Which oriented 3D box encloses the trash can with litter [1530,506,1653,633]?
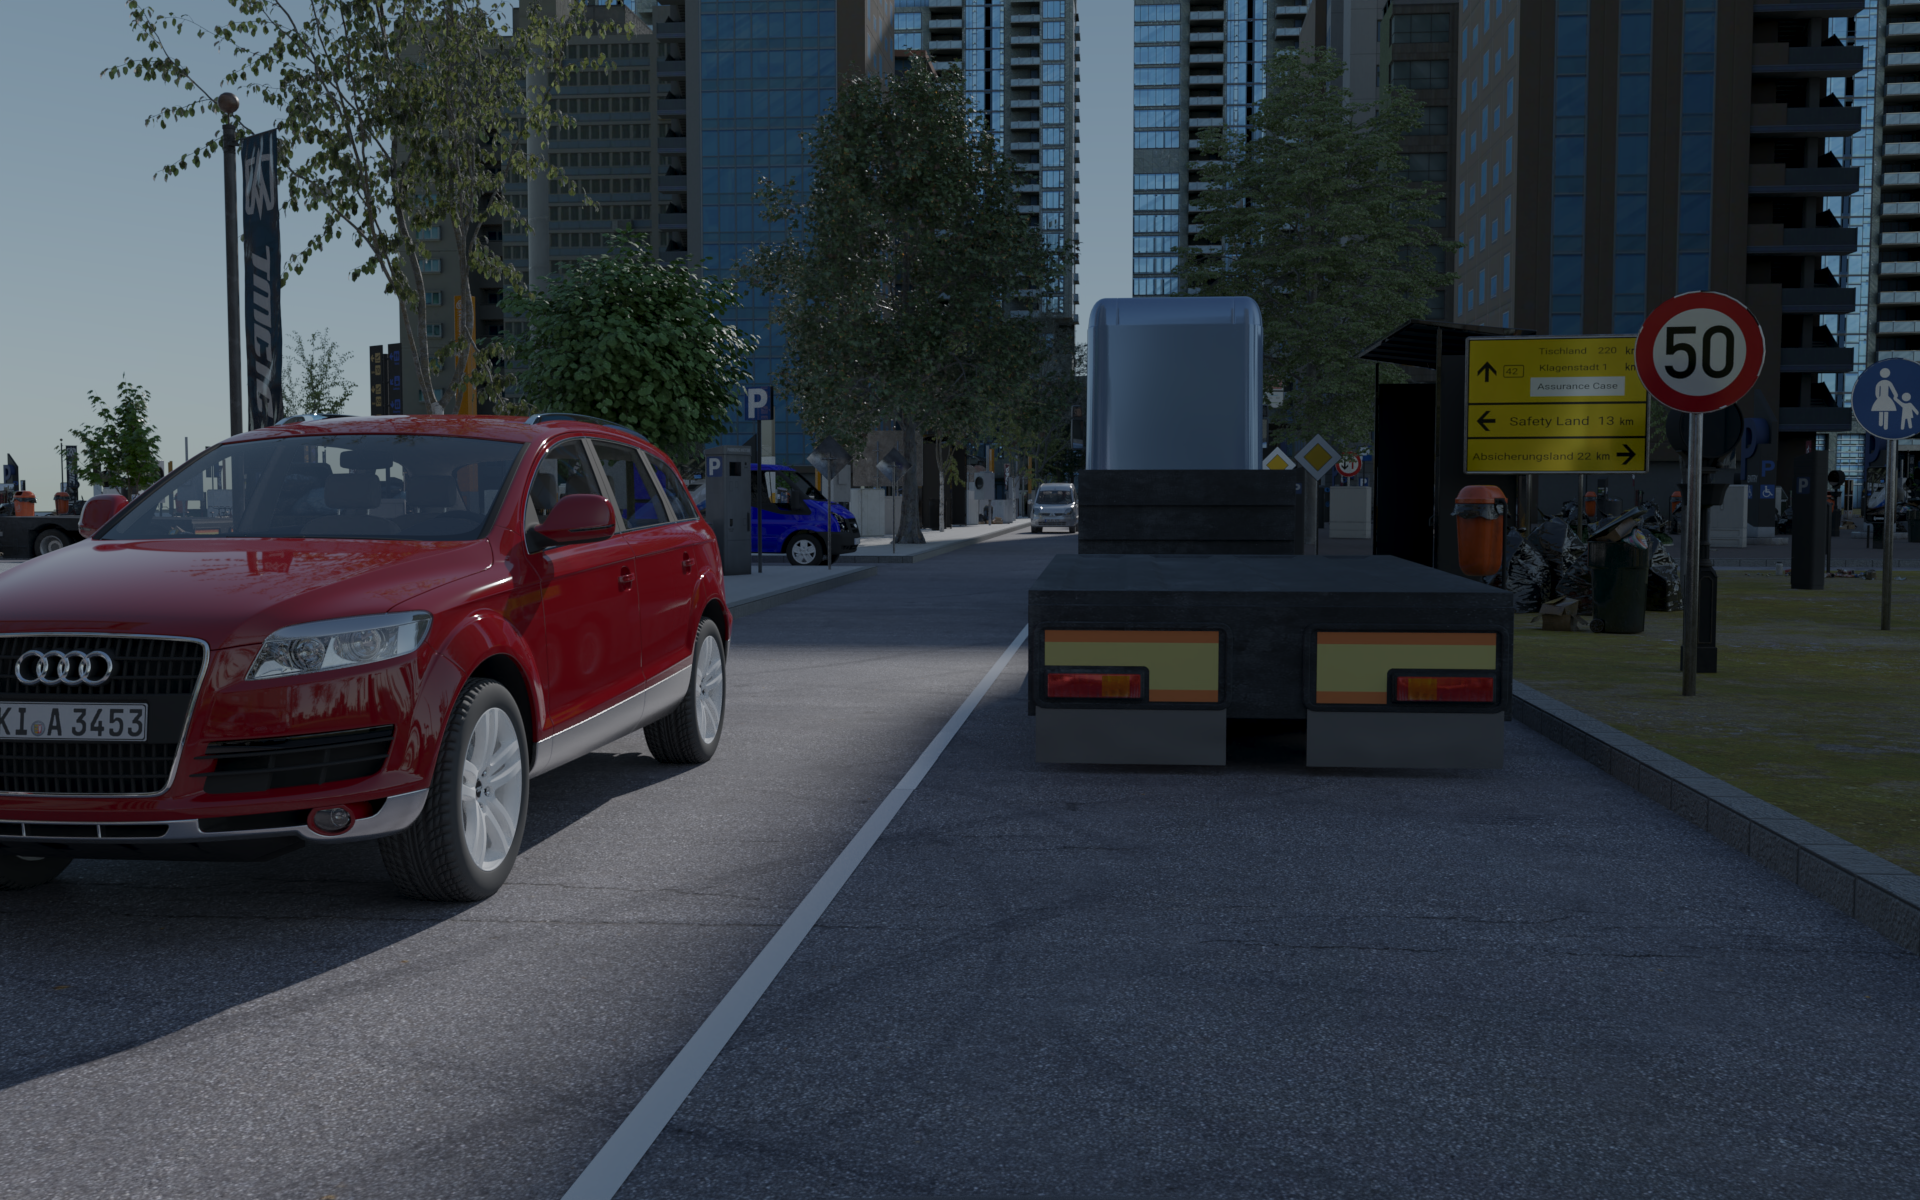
[{"bbox_3d":[5.869,-0.288,16.099,1.055,1.170,0.624,2,4,31],"label":"trash can with litter"}]

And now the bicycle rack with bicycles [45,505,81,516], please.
[{"bbox_3d":[-29.373,-2.805,59.242,2.925,0.926,2.852,0,4,8],"label":"bicycle rack with bicycles"}]

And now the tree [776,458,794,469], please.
[{"bbox_3d":[-9.580,-6.046,93.457,1.663,3.219,1.824,0,3,0],"label":"tree"}]

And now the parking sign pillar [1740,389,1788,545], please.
[{"bbox_3d":[20.254,-3.391,43.911,1.447,3.967,1.447,0,4,6],"label":"parking sign pillar"}]

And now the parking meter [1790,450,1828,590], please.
[{"bbox_3d":[11.439,-1.078,23.344,0.255,1.863,0.399,-1,4,-20],"label":"parking meter"}]

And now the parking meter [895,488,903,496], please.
[{"bbox_3d":[-2.712,-4.216,77.342,0.372,1.533,0.369,0,3,0],"label":"parking meter"}]

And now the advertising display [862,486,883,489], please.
[{"bbox_3d":[-4.400,-5.064,88.013,0.974,1.923,0.123,1,4,22],"label":"advertising display"}]

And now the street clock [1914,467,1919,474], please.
[{"bbox_3d":[26.045,-2.592,46.953,0.358,2.002,0.471,0,4,4],"label":"street clock"}]

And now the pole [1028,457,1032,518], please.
[{"bbox_3d":[3.753,-6.078,93.219,0.158,3.312,0.155,0,3,0],"label":"pole"}]

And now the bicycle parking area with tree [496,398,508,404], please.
[{"bbox_3d":[-11.143,-3.927,51.214,8.231,4.147,9.016,1,4,20],"label":"bicycle parking area with tree"}]

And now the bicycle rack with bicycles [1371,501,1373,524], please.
[{"bbox_3d":[17.924,-3.782,75.214,2.852,0.926,2.925,-3,5,-40],"label":"bicycle rack with bicycles"}]

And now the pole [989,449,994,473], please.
[{"bbox_3d":[1.434,-5.161,78.227,0.158,3.312,0.155,0,3,0],"label":"pole"}]

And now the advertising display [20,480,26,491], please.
[{"bbox_3d":[-42.647,-4.505,78.870,0.123,1.923,0.974,-2,4,-34],"label":"advertising display"}]

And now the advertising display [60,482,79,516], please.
[{"bbox_3d":[-48.289,-5.426,93.928,0.974,1.923,0.123,0,4,7],"label":"advertising display"}]

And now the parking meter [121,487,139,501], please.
[{"bbox_3d":[-18.812,-1.888,39.283,0.372,1.533,0.369,0,3,0],"label":"parking meter"}]

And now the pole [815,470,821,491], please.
[{"bbox_3d":[-5.544,-4.513,67.636,0.158,3.312,0.155,0,3,0],"label":"pole"}]

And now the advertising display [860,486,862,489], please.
[{"bbox_3d":[-5.066,-5.288,91.680,0.123,1.923,0.974,-1,4,-22],"label":"advertising display"}]

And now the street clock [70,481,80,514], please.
[{"bbox_3d":[-45.914,-5.216,89.850,0.471,2.002,0.358,-1,4,-12],"label":"street clock"}]

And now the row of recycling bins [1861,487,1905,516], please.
[{"bbox_3d":[51.535,-5.479,96.698,1.069,1.692,3.534,0,4,0],"label":"row of recycling bins"}]

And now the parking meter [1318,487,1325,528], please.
[{"bbox_3d":[13.441,-3.447,64.775,0.372,1.533,0.369,0,3,0],"label":"parking meter"}]

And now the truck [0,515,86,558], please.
[{"bbox_3d":[-23.987,-2.790,35.368,18.799,4.110,2.967,0,4,5],"label":"truck"}]

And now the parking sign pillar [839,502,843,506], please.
[{"bbox_3d":[-6.709,-6.331,91.979,1.447,3.967,1.447,2,4,27],"label":"parking sign pillar"}]

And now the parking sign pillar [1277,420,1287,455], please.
[{"bbox_3d":[11.402,-4.577,63.302,1.447,3.967,1.447,-1,4,-22],"label":"parking sign pillar"}]

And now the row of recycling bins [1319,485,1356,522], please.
[{"bbox_3d":[17.097,-4.464,80.106,3.534,1.692,1.069,-2,4,-29],"label":"row of recycling bins"}]

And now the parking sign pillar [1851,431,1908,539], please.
[{"bbox_3d":[26.469,-3.748,49.759,1.447,3.967,1.447,0,4,8],"label":"parking sign pillar"}]

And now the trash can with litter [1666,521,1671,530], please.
[{"bbox_3d":[25.852,-3.111,62.248,1.055,1.170,0.624,-2,4,-34],"label":"trash can with litter"}]

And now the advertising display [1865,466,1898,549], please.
[{"bbox_3d":[21.537,-2.159,40.512,0.123,1.923,0.974,0,4,-7],"label":"advertising display"}]

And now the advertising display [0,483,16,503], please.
[{"bbox_3d":[-56.470,-5.959,102.648,0.974,1.923,0.123,0,4,-1],"label":"advertising display"}]

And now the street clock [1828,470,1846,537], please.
[{"bbox_3d":[26.398,-2.913,52.202,0.358,2.002,0.471,-1,4,-17],"label":"street clock"}]

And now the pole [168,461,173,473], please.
[{"bbox_3d":[-50.460,-7.142,110.612,0.158,3.312,0.155,0,3,0],"label":"pole"}]

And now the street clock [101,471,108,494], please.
[{"bbox_3d":[-25.871,-2.935,52.562,0.471,2.002,0.358,-2,4,-33],"label":"street clock"}]

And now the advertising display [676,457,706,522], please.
[{"bbox_3d":[-4.587,-1.507,29.857,0.974,1.923,0.123,1,4,10],"label":"advertising display"}]

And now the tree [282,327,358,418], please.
[{"bbox_3d":[-28.526,-7.673,75.812,4.737,8.622,4.395,0,3,0],"label":"tree"}]

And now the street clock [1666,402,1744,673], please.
[{"bbox_3d":[5.329,-0.481,12.440,0.471,2.002,0.358,0,4,-2],"label":"street clock"}]

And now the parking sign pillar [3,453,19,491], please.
[{"bbox_3d":[-62.389,-7.672,113.915,1.447,3.967,1.447,3,4,38],"label":"parking sign pillar"}]

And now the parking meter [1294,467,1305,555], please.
[{"bbox_3d":[6.989,-1.862,36.162,0.399,1.863,0.255,0,4,6],"label":"parking meter"}]

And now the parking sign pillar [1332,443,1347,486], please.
[{"bbox_3d":[19.548,-6.150,89.032,1.447,3.967,1.447,0,4,-5],"label":"parking sign pillar"}]

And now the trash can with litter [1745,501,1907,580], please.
[{"bbox_3d":[13.420,-0.954,26.656,1.678,1.210,2.233,-1,4,-22],"label":"trash can with litter"}]

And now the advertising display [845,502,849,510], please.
[{"bbox_3d":[-6.712,-5.994,103.220,0.123,1.923,0.974,-1,4,-10],"label":"advertising display"}]

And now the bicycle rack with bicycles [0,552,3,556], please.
[{"bbox_3d":[-6.896,0.161,10.743,2.852,0.926,2.925,2,4,25],"label":"bicycle rack with bicycles"}]

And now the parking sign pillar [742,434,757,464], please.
[{"bbox_3d":[-9.677,-5.505,78.475,1.447,3.967,1.447,2,4,29],"label":"parking sign pillar"}]

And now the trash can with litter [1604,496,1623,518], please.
[{"bbox_3d":[19.055,-2.484,51.676,2.233,1.210,1.678,1,4,13],"label":"trash can with litter"}]

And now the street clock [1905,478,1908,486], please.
[{"bbox_3d":[40.098,-4.184,72.974,0.471,2.002,0.358,3,5,43],"label":"street clock"}]

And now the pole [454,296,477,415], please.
[{"bbox_3d":[-5.100,-1.473,17.925,0.158,3.312,0.155,0,3,0],"label":"pole"}]

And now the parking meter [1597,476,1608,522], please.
[{"bbox_3d":[21.022,-3.117,56.674,0.255,1.863,0.399,3,4,37],"label":"parking meter"}]

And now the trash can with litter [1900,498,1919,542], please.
[{"bbox_3d":[25.495,-2.111,45.903,1.055,1.170,0.624,-2,4,-29],"label":"trash can with litter"}]

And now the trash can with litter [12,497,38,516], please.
[{"bbox_3d":[-50.989,-5.091,94.302,2.233,1.210,1.678,0,4,-3],"label":"trash can with litter"}]

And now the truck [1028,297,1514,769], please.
[{"bbox_3d":[2.405,-1.724,17.954,2.967,4.110,18.799,0,4,5],"label":"truck"}]
